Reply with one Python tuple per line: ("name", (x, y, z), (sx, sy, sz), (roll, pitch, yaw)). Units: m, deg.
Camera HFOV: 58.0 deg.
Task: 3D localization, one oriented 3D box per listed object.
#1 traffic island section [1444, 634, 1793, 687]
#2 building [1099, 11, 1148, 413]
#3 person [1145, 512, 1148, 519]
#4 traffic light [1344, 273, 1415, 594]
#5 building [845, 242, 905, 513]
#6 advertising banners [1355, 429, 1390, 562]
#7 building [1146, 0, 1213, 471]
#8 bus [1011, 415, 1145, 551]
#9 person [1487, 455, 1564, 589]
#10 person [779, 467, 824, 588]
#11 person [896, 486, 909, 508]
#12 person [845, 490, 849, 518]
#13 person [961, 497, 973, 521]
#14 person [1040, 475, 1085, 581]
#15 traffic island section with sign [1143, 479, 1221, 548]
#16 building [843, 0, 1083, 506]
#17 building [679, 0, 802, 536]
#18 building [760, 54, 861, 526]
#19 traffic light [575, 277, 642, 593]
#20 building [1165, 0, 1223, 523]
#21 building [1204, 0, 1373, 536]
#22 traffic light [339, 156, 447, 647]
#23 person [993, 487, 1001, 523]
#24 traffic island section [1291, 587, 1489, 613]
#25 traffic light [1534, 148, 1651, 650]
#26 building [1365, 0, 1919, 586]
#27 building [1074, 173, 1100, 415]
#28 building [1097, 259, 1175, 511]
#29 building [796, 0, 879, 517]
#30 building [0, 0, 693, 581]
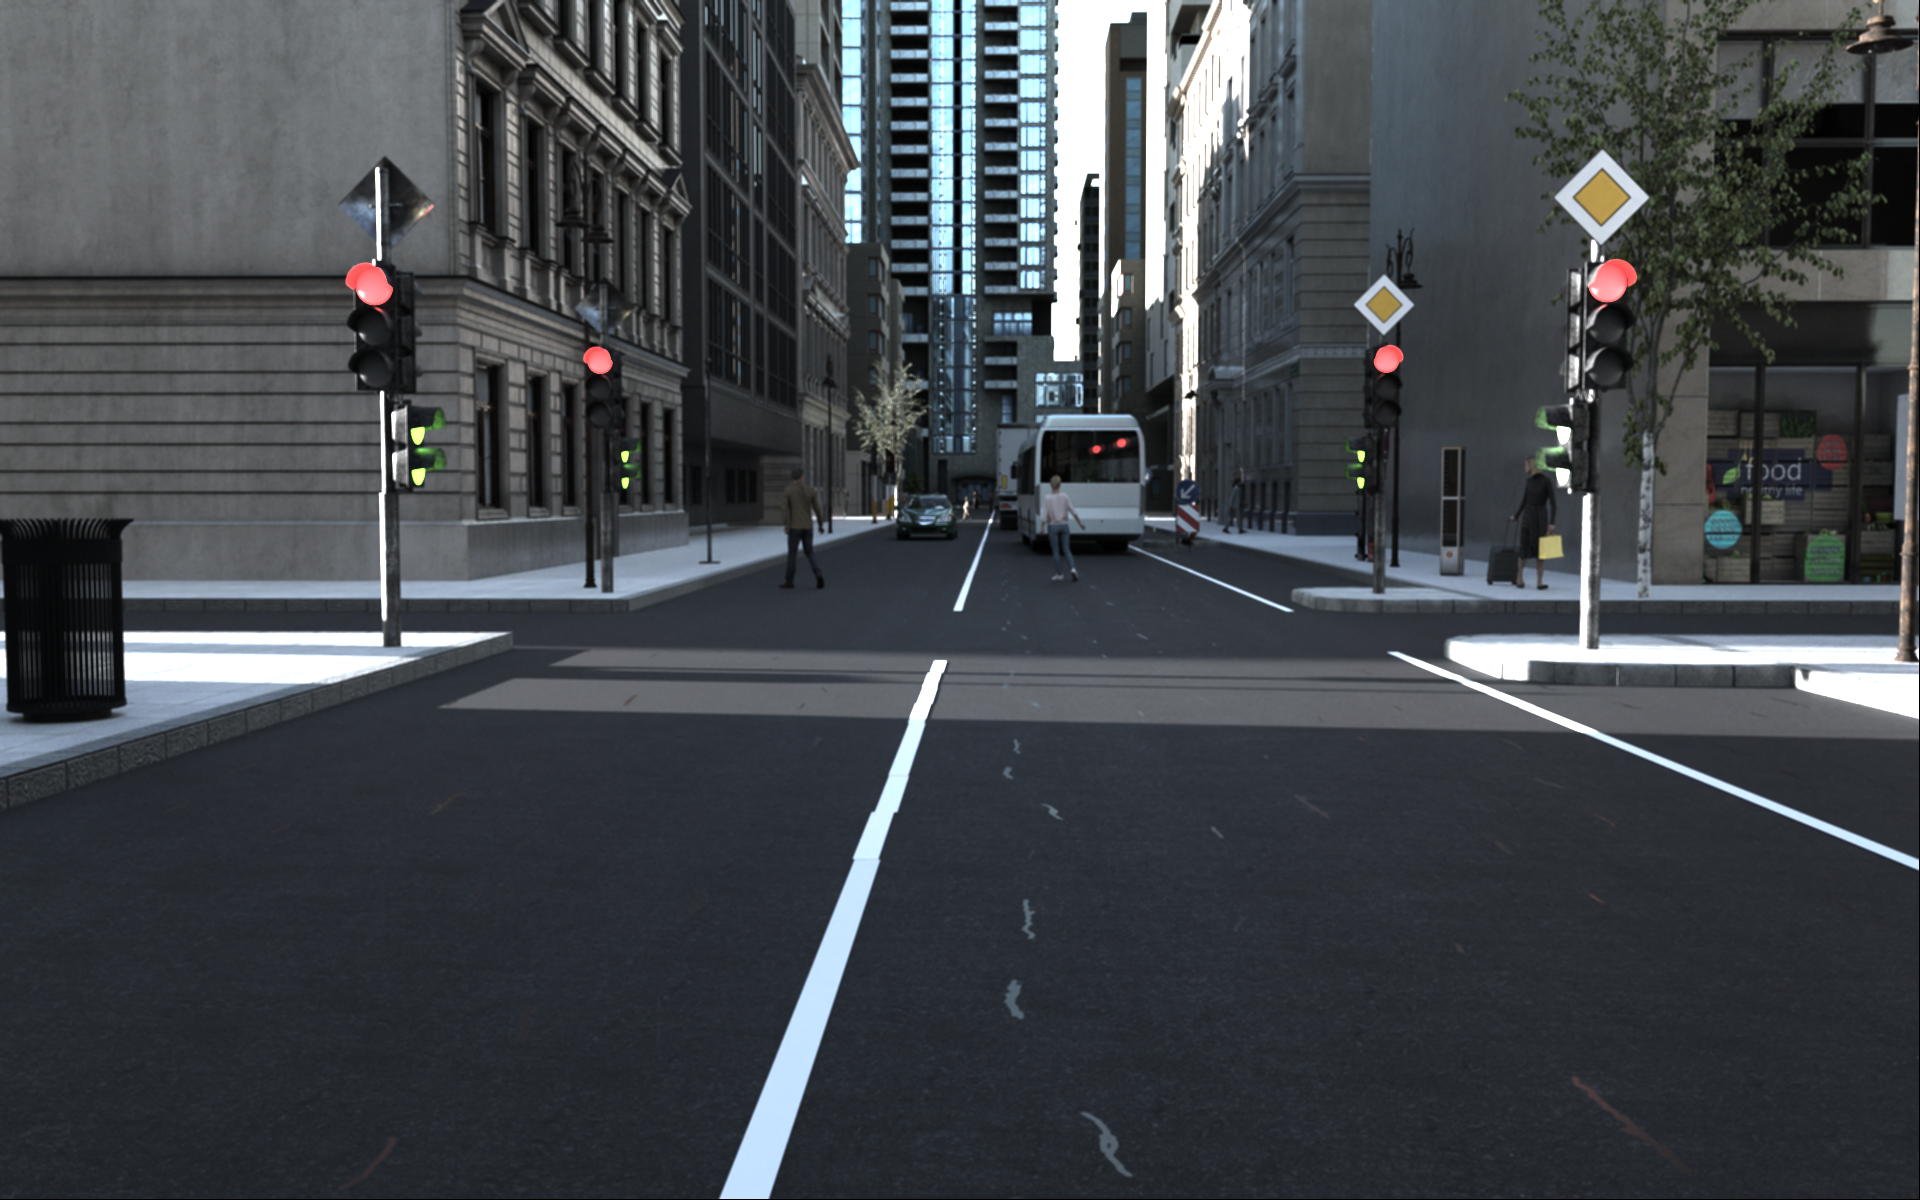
("traffic island section", (5.238, 0.485, 14.356), (2.009, 0.180, 2.903), (0, 4, 1))
("building", (20.434, -31.353, 162.728), (14.600, 45.320, 14.200), (0, 4, 1))
("person", (9.298, -5.022, 88.636), (0.515, 1.767, 0.782), (-1, 4, -12))
("traffic light", (5.384, -2.037, 22.226), (0.839, 4.253, 0.868), (0, 4, 1))
("building", (-18.882, -17.670, 133.944), (27.650, 21.520, 28.899), (0, 4, 1))
("advertising banners", (7.753, -2.224, 32.544), (0.090, 3.025, 2.074), (0, 4, -2))
("building", (26.701, -32.015, 112.689), (28.713, 52.752, 27.495), (0, 4, 1))
("bus", (3.008, -3.173, 46.732), (2.948, 3.499, 13.247), (0, 3, 0))
("person", (7.759, -1.069, 23.744), (0.699, 1.804, 1.509), (0, 4, 4))
("person", (-2.387, -1.099, 26.379), (0.836, 1.842, 0.656), (3, 4, 36))
("person", (-2.353, -3.755, 70.245), (0.532, 1.782, 0.716), (0, 4, -3))
("person", (-6.123, -5.165, 90.918), (0.576, 1.772, 0.534), (-2, 4, -31))
("person", (0.370, -4.816, 91.509), (0.640, 1.303, 0.475), (-1, 4, -19))
("person", (1.755, -1.192, 28.668), (0.731, 1.740, 0.598), (-2, 4, -29))
("traffic island section with sign", (6.014, -2.359, 47.193), (1.989, 1.847, 2.006), (0, 4, 1))
("building", (-2.218, -53.785, 192.055), (31.000, 86.520, 22.319), (0, 4, 1))
("building", (-13.518, -16.048, 55.893), (14.314, 27.812, 24.014), (0, 4, 1))
("building", (-11.108, -14.845, 78.879), (11.583, 22.565, 21.152), (0, 4, 1))
("traffic light", (-4.575, -2.050, 22.442), (0.839, 4.253, 0.868), (0, 4, 1))
("building", (17.331, -17.572, 84.573), (12.463, 27.353, 25.104), (0, 4, 1))
("building", (16.747, -16.877, 61.850), (13.634, 28.700, 20.117), (0, 4, 1))
("traffic light", (-4.761, -1.562, 14.459), (0.839, 4.253, 0.868), (0, 4, 1))
("person", (1.881, -4.698, 85.501), (0.526, 1.800, 0.537), (-3, 5, -43))
("traffic island section", (5.424, -0.004, 22.339), (2.009, 0.180, 2.903), (0, 4, 1))
("traffic light", (5.198, -1.549, 14.243), (0.839, 4.253, 0.868), (0, 4, 1))
("building", (26.945, -13.957, 32.709), (34.151, 26.468, 19.350), (0, 4, 1))
("building", (25.400, -30.977, 198.359), (23.993, 40.220, 32.217), (0, 4, 1))
("building", (25.895, -18.151, 141.813), (27.650, 21.520, 28.899), (0, 4, 1))
("building", (-15.628, -40.891, 106.822), (20.563, 71.187, 20.611), (0, 4, 1))
("building", (-11.743, -10.366, 34.113), (10.561, 19.102, 19.286), (0, 4, 1))
